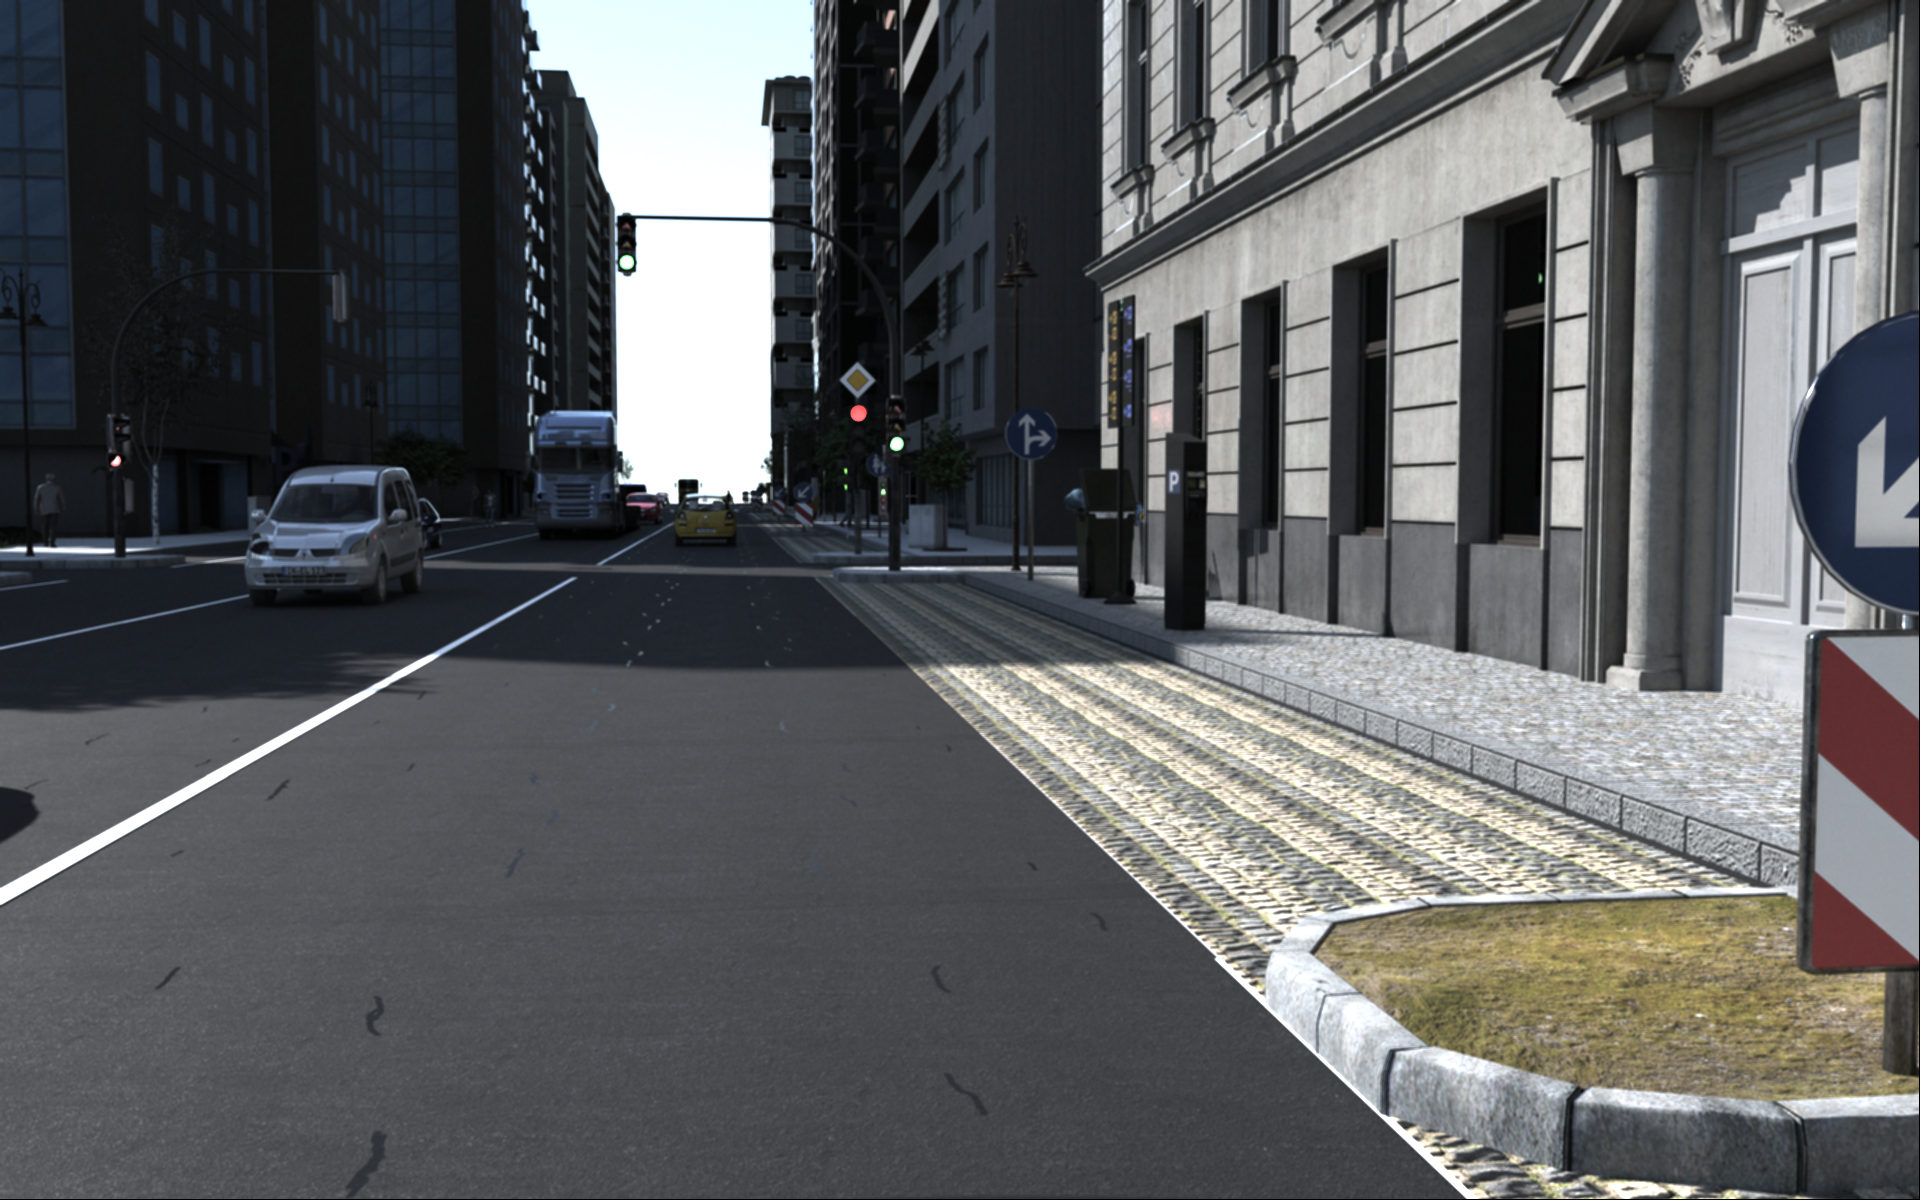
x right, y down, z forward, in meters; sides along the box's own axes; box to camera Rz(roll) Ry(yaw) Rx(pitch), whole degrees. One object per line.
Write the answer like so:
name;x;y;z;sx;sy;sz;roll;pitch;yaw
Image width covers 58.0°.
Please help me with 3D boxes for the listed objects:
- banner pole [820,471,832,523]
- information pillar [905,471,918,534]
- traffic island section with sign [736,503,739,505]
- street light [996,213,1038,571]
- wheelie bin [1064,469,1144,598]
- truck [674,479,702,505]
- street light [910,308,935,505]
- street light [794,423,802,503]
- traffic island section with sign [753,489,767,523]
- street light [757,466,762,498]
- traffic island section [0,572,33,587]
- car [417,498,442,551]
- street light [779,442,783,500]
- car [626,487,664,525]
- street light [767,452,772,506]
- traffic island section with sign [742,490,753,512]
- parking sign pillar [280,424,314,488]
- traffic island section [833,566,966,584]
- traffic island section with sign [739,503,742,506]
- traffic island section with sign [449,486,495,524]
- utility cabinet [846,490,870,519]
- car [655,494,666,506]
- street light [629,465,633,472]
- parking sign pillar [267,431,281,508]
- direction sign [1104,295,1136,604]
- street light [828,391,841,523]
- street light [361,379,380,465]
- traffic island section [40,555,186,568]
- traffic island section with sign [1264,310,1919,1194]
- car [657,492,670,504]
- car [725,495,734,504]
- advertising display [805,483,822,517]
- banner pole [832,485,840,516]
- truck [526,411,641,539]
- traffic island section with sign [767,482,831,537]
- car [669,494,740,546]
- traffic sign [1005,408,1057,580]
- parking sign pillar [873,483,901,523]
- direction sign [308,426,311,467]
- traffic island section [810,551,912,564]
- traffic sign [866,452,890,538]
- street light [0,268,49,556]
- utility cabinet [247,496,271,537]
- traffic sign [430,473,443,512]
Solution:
banner pole;-6.095;-5.366;77.757;0.401;3.779;0.863;0;4;-5
information pillar;-1.544;-3.104;55.239;0.304;2.012;0.304;-2;4;-26
traffic island section with sign;-26.803;-12.717;216.544;1.989;1.847;2.006;0;4;-8
street light;0.938;-3.427;28.821;0.468;5.910;1.993;0;4;-8
wheelie bin;1.767;-0.834;21.550;0.980;1.594;0.693;-1;4;-11
truck;-34.636;-13.755;220.825;3.469;3.379;9.791;-1;4;-9
street light;-0.937;-4.311;43.272;0.468;5.910;1.993;0;4;-8
street light;-10.262;-8.466;111.211;0.468;5.910;1.993;0;4;-8
traffic island section with sign;-9.120;-4.727;85.916;1.989;1.847;2.006;0;4;-8
street light;-26.913;-16.012;234.586;0.468;5.910;1.993;0;4;-8
traffic island section;-15.889;-0.291;27.038;2.009;0.180;2.903;0;4;-8
car;-14.474;-1.961;44.642;1.945;1.354;3.894;-1;4;-8
street light;-15.858;-11.038;153.264;0.468;5.910;1.993;0;4;-8
car;-15.138;-4.485;82.378;2.155;1.783;4.494;0;4;-7
street light;-22.376;-13.957;200.985;0.468;5.910;1.993;0;4;-8
traffic island section with sign;-15.903;-7.791;136.018;1.989;1.847;2.006;0;4;-8
parking sign pillar;-24.851;-4.732;65.838;1.447;3.967;1.447;-1;4;-15
traffic island section;-1.082;-0.413;29.029;2.009;0.180;2.903;0;4;-8
traffic island section with sign;-19.523;-9.425;162.730;1.989;1.847;2.006;0;4;-8
traffic island section with sign;-23.587;-4.598;83.802;1.989;1.847;2.006;0;4;-8
utility cabinet;-5.213;-4.872;88.338;1.173;1.500;0.318;-1;4;-15
car;-35.881;-11.818;205.026;2.131;1.459;4.920;-1;4;-9
street light;-49.551;-17.623;260.919;0.468;5.910;1.993;0;4;-8
parking sign pillar;-27.711;-5.047;70.987;1.447;3.967;1.447;2;4;32
direction sign;1.874;-1.725;20.195;0.379;3.537;0.876;-1;4;-13
street light;-5.629;-6.414;77.661;0.468;5.910;1.993;0;4;-8
street light;-23.712;-5.936;69.848;0.468;5.910;1.993;0;4;-8
traffic island section;-16.960;-0.775;34.951;2.009;0.180;2.903;0;4;-8
traffic island section with sign;1.894;0.252;4.501;1.989;1.847;2.006;0;4;-8
car;-44.472;-15.289;258.639;2.281;1.827;5.304;0;4;-6
car;-34.734;-15.069;258.734;2.083;1.381;4.827;-1;4;-8
advertising display;-8.367;-5.727;98.851;0.974;1.923;0.123;-1;4;-21
banner pole;-7.294;-6.850;102.019;0.401;3.779;0.863;2;4;29
truck;-13.077;-4.412;61.894;2.967;4.110;18.799;0;4;-8
traffic island section with sign;-5.424;-3.056;58.593;1.989;1.847;2.006;0;4;-8
car;-7.241;-2.385;49.217;2.015;1.641;3.980;-1;4;-9
traffic sign;1.053;-1.565;25.687;0.768;2.556;0.104;0;4;-1
parking sign pillar;-3.210;-5.490;78.238;1.447;3.967;1.447;0;4;-7
direction sign;-21.677;-4.024;57.781;0.379;3.537;0.876;-1;4;-22
traffic island section;-2.153;-0.897;36.943;2.009;0.180;2.903;0;4;-8
traffic sign;-2.362;-3.104;50.850;0.768;2.556;0.104;0;4;1
street light;-19.197;-3.840;35.575;0.468;5.910;1.993;0;4;-8
utility cabinet;-20.899;-2.478;51.670;0.306;1.237;1.020;0;4;1
traffic sign;-25.337;-4.994;83.778;0.606;2.300;0.079;0;4;-6
